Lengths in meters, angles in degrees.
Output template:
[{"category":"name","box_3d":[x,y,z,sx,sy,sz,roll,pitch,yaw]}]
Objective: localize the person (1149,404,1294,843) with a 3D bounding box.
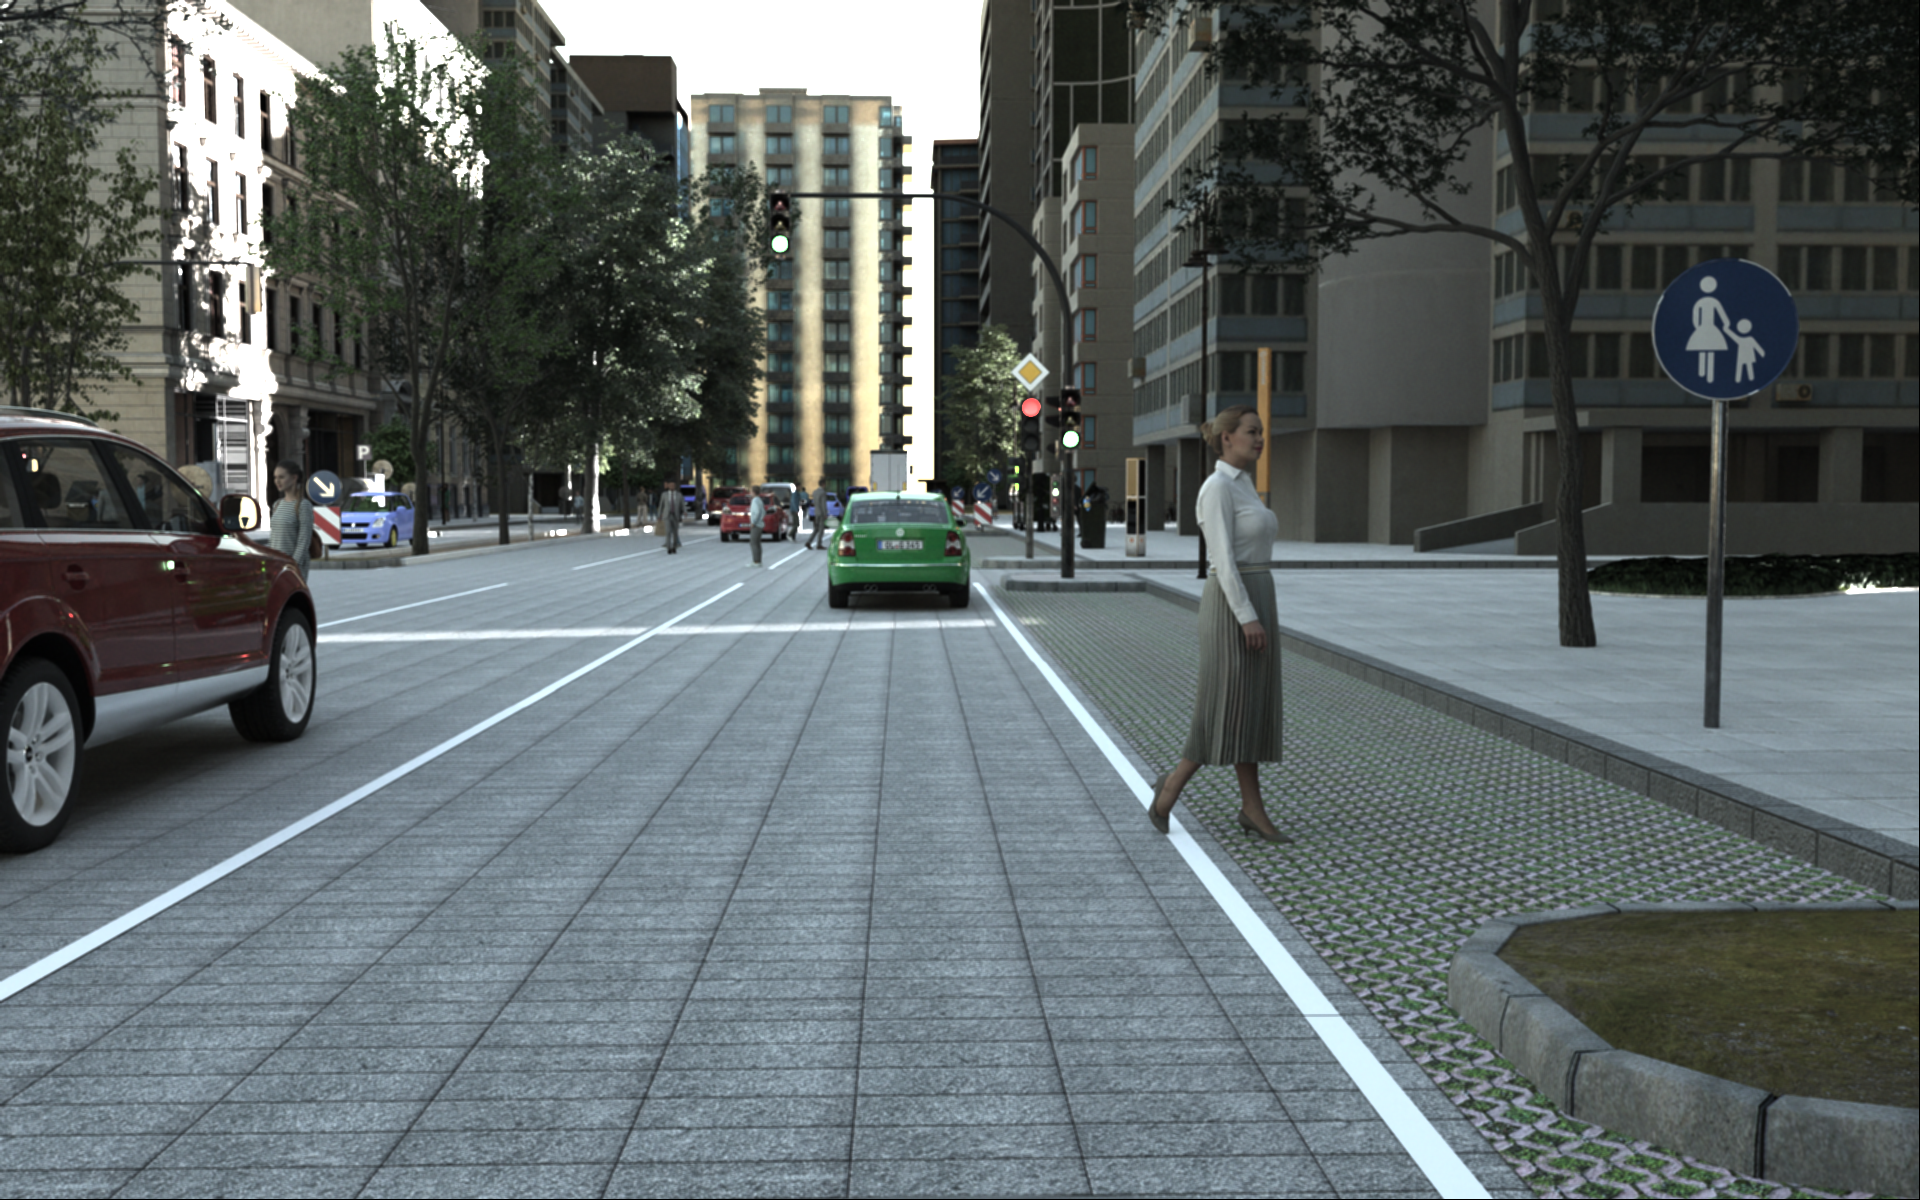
[{"category":"person","box_3d":[1.075,0.096,7.158,0.641,1.798,0.478,3,4,37]}]

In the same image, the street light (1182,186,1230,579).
[{"category":"street light","box_3d":[3.684,-3.263,26.131,0.468,5.910,1.993,0,4,-2]}]

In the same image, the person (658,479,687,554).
[{"category":"person","box_3d":[-6.911,-2.009,41.613,0.678,1.792,0.850,-1,4,-14]}]

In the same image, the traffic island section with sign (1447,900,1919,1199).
[{"category":"traffic island section with sign","box_3d":[2.369,0.259,4.395,1.989,1.847,2.006,0,4,-2]}]

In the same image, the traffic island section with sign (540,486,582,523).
[{"category":"traffic island section with sign","box_3d":[-19.539,-4.703,85.529,1.989,1.847,2.006,0,4,-2]}]

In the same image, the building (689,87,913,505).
[{"category":"building","box_3d":[-20.845,-35.910,206.738,30.456,49.044,23.786,0,4,-2]}]

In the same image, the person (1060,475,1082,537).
[{"category":"person","box_3d":[3.355,-2.801,51.622,0.755,1.850,0.659,3,4,36]}]

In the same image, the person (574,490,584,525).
[{"category":"person","box_3d":[-17.820,-4.317,80.893,0.589,1.601,0.330,2,4,35]}]

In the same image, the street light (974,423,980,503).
[{"category":"street light","box_3d":[1.050,-8.296,108.421,0.468,5.910,1.993,0,4,-2]}]

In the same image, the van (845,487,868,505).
[{"category":"van","box_3d":[-8.806,-8.856,149.174,2.240,2.365,5.245,0,4,-1]}]

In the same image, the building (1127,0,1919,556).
[{"category":"building","box_3d":[18.028,-21.972,51.121,23.993,40.220,32.217,0,4,-2]}]

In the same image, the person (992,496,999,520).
[{"category":"person","box_3d":[1.648,-4.487,84.420,0.382,1.210,0.505,-3,4,-36]}]

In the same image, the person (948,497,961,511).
[{"category":"person","box_3d":[-0.522,-5.459,97.967,0.699,1.804,1.509,-3,5,-44]}]

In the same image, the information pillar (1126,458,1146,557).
[{"category":"information pillar","box_3d":[3.613,-1.901,35.569,0.304,2.012,0.304,3,5,40]}]

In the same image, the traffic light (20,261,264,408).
[{"category":"traffic light","box_3d":[-16.094,-3.621,33.878,4.771,5.953,1.251,0,4,-2]}]

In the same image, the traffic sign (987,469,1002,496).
[{"category":"traffic sign","box_3d":[1.716,-5.280,86.426,0.768,2.556,0.104,0,4,7]}]

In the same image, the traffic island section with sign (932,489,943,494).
[{"category":"traffic island section with sign","box_3d":[-0.240,-4.779,86.772,1.989,1.847,2.006,0,4,-2]}]

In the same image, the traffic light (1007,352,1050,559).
[{"category":"traffic light","box_3d":[1.369,-2.782,34.411,0.839,4.253,0.868,0,4,-2]}]

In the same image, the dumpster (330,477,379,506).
[{"category":"dumpster","box_3d":[-21.099,-3.333,60.249,1.264,1.857,1.865,0,4,-2]}]

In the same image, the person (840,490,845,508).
[{"category":"person","box_3d":[-11.358,-9.715,167.353,0.705,1.823,1.348,-1,4,-18]}]

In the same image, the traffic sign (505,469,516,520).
[{"category":"traffic sign","box_3d":[-22.058,-5.163,84.523,0.768,2.556,0.104,0,4,1]}]

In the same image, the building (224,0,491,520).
[{"category":"building","box_3d":[-32.136,-18.342,85.795,13.634,28.700,20.117,0,4,-2]}]

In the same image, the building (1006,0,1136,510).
[{"category":"building","box_3d":[12.654,-44.841,171.398,20.563,71.187,20.611,0,4,-2]}]

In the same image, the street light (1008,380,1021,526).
[{"category":"street light","box_3d":[2.212,-5.961,70.256,0.468,5.910,1.993,0,4,-2]}]

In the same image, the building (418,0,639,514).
[{"category":"building","box_3d":[-43.771,-27.635,143.706,32.217,40.220,23.993,0,4,-2]}]

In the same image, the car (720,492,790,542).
[{"category":"car","box_3d":[-6.303,-2.709,53.339,2.155,1.783,4.494,0,4,-1]}]

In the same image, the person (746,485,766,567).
[{"category":"person","box_3d":[-4.007,-1.453,34.065,0.330,1.601,0.589,1,4,18]}]

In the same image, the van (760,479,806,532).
[{"category":"van","box_3d":[-6.919,-3.615,66.120,2.013,2.044,4.112,0,4,-3]}]

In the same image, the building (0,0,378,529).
[{"category":"building","box_3d":[-29.652,-12.533,55.818,10.553,20.767,40.483,0,4,-2]}]

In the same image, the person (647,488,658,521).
[{"category":"person","box_3d":[-16.611,-5.179,93.523,0.623,1.781,0.721,1,4,13]}]

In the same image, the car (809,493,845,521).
[{"category":"car","box_3d":[-7.141,-5.086,92.745,1.945,1.707,3.694,0,4,-1]}]

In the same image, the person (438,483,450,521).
[{"category":"person","box_3d":[-24.012,-4.567,80.967,0.600,1.795,0.529,2,4,27]}]

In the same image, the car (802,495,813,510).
[{"category":"car","box_3d":[-13.171,-8.641,153.857,1.945,1.354,3.894,0,4,0]}]

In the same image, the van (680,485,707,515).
[{"category":"van","box_3d":[-18.200,-6.868,116.669,2.240,2.365,5.245,0,4,-4]}]

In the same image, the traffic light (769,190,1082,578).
[{"category":"traffic light","box_3d":[-0.466,-3.153,26.222,4.771,5.953,1.251,0,4,-2]}]

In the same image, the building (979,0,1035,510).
[{"category":"building","box_3d":[12.774,-32.252,151.017,21.300,48.544,21.600,0,4,-2]}]

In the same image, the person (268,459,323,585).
[{"category":"person","box_3d":[-5.210,-0.244,13.490,0.512,1.701,0.522,2,4,31]}]

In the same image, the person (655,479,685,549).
[{"category":"person","box_3d":[-7.468,-2.206,44.545,0.713,1.824,0.794,1,4,18]}]

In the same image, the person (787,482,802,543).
[{"category":"person","box_3d":[-4.853,-2.562,50.734,0.444,1.785,0.601,0,4,6]}]

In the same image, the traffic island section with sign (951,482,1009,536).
[{"category":"traffic island section with sign","box_3d":[0.633,-3.088,59.112,1.989,1.847,2.006,0,4,-2]}]

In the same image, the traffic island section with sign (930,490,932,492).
[{"category":"traffic island section with sign","box_3d":[-1.823,-7.804,136.229,1.989,1.847,2.006,0,4,-2]}]

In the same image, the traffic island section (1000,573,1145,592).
[{"category":"traffic island section","box_3d":[1.663,-0.261,26.545,2.009,0.180,2.903,0,4,-2]}]

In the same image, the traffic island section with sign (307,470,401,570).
[{"category":"traffic island section with sign","box_3d":[-12.166,-1.567,33.757,2.006,1.907,1.989,0,4,-2]}]

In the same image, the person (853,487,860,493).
[{"category":"person","box_3d":[-5.861,-5.477,98.071,0.581,1.822,0.654,3,5,43]}]

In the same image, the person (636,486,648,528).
[{"category":"person","box_3d":[-13.486,-3.947,73.584,0.519,1.759,0.362,0,4,6]}]

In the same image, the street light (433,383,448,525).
[{"category":"street light","box_3d":[-21.546,-6.077,72.142,0.468,5.910,1.993,0,4,-2]}]

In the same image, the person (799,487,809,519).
[{"category":"person","box_3d":[-9.164,-5.669,101.205,0.660,1.820,0.620,-1,4,-20]}]

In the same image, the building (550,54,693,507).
[{"category":"building","box_3d":[-35.011,-32.072,174.486,14.200,45.320,14.600,0,4,-2]}]

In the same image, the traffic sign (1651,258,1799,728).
[{"category":"traffic sign","box_3d":[4.135,-0.571,9.450,0.768,2.556,0.104,0,4,6]}]

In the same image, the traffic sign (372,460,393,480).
[{"category":"traffic sign","box_3d":[-21.343,-3.908,63.999,0.768,2.556,0.104,0,4,0]}]

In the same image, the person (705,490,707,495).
[{"category":"person","box_3d":[-25.575,-10.183,173.452,0.530,1.710,0.541,-1,4,-22]}]

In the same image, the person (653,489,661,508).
[{"category":"person","box_3d":[-28.456,-9.537,162.061,0.705,1.812,1.348,2,4,25]}]

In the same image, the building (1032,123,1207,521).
[{"category":"building","box_3d":[18.874,-15.342,95.886,27.650,21.520,28.899,0,4,-2]}]

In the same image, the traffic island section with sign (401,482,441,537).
[{"category":"traffic island section with sign","box_3d":[-18.687,-3.056,58.587,1.989,1.847,2.006,0,4,-2]}]

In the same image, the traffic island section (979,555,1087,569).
[{"category":"traffic island section","box_3d":[1.409,-0.749,34.526,2.009,0.180,2.903,0,4,-2]}]

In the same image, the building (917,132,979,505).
[{"category":"building","box_3d":[9.292,-33.814,207.476,28.867,44.769,22.147,0,4,-2]}]

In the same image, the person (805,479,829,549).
[{"category":"person","box_3d":[-3.611,-2.219,44.904,0.853,1.813,0.709,-3,5,-42]}]

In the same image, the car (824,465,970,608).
[{"category":"car","box_3d":[-0.849,-0.881,23.204,1.959,1.807,4.718,0,4,-3]}]

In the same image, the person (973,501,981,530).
[{"category":"person","box_3d":[0.755,-3.418,68.649,0.475,1.303,0.640,-2,4,-26]}]

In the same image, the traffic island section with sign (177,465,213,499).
[{"category":"traffic island section with sign","box_3d":[-11.940,-1.114,26.354,2.006,1.907,1.989,0,4,-2]}]
